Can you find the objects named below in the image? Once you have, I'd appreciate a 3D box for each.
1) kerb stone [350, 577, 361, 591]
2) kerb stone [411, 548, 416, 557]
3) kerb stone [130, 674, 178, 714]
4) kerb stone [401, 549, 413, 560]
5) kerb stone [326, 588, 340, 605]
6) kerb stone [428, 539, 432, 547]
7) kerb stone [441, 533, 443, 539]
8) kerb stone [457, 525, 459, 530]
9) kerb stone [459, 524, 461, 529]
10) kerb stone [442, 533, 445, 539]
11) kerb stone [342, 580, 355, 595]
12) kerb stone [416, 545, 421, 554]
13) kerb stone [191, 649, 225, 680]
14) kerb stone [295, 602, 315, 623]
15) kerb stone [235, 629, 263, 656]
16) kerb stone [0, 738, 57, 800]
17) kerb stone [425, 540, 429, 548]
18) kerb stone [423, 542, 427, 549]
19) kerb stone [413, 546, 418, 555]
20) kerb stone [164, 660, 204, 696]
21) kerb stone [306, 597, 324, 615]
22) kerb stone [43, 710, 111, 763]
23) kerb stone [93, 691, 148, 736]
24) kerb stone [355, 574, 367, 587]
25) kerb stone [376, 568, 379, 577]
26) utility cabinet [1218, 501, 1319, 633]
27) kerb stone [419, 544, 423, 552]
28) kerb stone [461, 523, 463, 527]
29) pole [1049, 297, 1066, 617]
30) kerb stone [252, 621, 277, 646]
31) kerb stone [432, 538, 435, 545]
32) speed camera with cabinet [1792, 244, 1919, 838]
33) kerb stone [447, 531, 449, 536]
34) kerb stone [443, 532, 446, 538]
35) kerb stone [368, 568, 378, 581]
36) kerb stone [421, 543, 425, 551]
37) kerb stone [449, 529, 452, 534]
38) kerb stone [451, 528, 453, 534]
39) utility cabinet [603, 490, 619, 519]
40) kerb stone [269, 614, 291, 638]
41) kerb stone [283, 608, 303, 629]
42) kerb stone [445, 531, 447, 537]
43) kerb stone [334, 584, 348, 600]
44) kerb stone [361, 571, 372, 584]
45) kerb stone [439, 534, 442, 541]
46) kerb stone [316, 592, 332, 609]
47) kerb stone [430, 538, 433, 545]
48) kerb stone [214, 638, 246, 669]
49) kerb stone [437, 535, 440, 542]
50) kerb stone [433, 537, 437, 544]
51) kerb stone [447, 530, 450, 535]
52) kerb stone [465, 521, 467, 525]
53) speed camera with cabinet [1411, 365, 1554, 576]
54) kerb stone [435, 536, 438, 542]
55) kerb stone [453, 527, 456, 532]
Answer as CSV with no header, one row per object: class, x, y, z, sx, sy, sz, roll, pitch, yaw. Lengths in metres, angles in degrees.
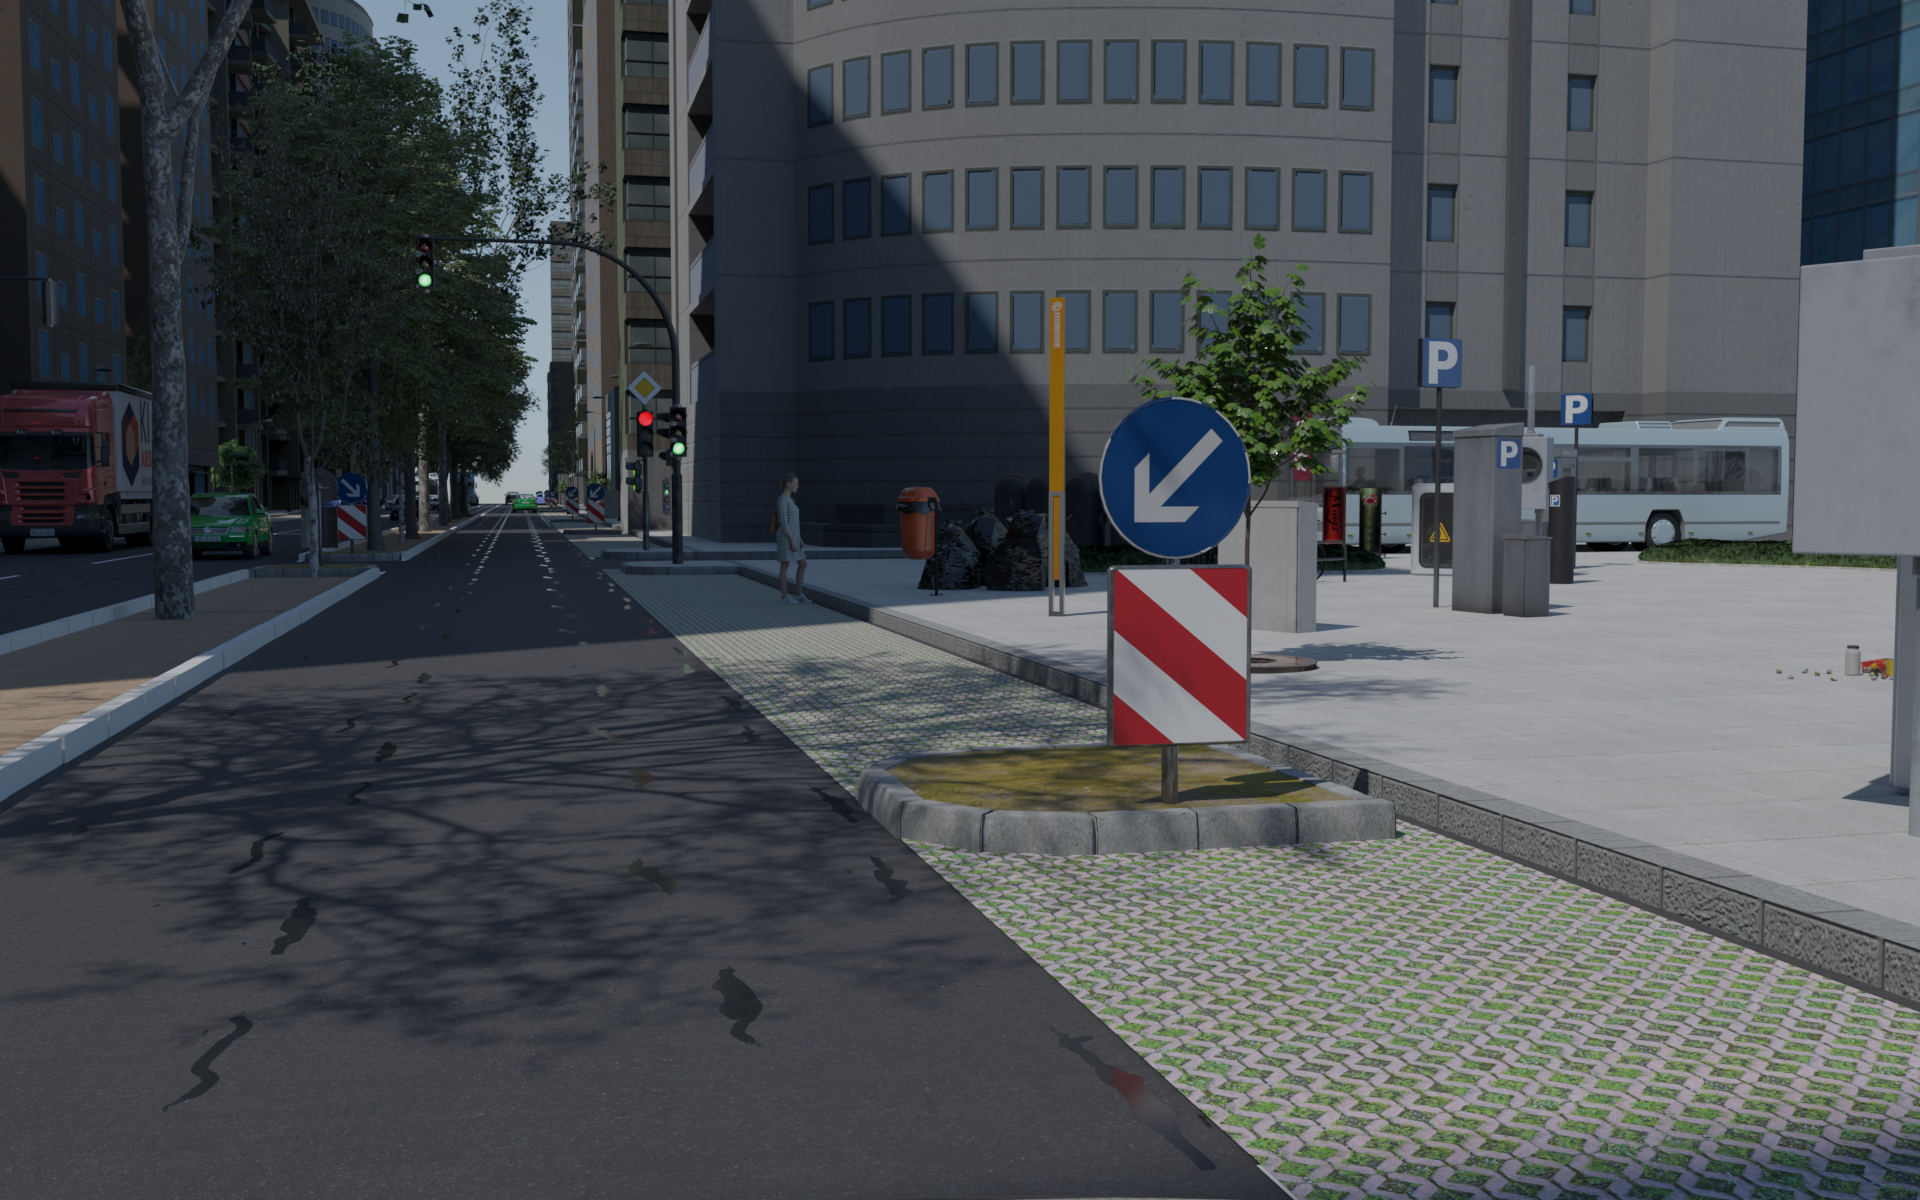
kerb stone,-8.990,-0.207,25.574,0.120,0.150,1.000,-1,4,-14
kerb stone,-12.407,-1.020,39.000,0.120,0.150,1.000,-1,4,-14
kerb stone,-5.446,0.644,11.663,0.120,0.150,1.000,-1,4,-14
kerb stone,-12.160,-0.964,38.008,0.120,0.150,1.000,-1,4,-14
kerb stone,-8.232,-0.023,22.594,0.120,0.150,1.000,-1,4,-14
kerb stone,-14.180,-1.451,45.961,0.120,0.150,1.000,-1,4,-14
kerb stone,-15.956,-1.879,52.922,0.120,0.150,1.000,-1,4,-14
kerb stone,-19.498,-2.727,66.823,0.120,0.150,1.000,-1,4,-14
kerb stone,-19.998,-2.845,68.807,0.120,0.150,1.000,-1,4,-14
kerb stone,-16.207,-1.940,53.915,0.120,0.150,1.000,-1,4,-14
kerb stone,-8.736,-0.146,24.584,0.120,0.150,1.000,-1,4,-14
kerb stone,-12.915,-1.149,40.989,0.120,0.150,1.000,-1,4,-14
kerb stone,-5.957,0.523,13.646,0.120,0.150,1.000,-1,4,-14
kerb stone,-7.459,0.158,19.616,0.120,0.150,1.000,-1,4,-14
kerb stone,-6.458,0.401,15.638,0.120,0.150,1.000,-1,4,-14
kerb stone,-4.694,0.832,8.678,0.120,0.150,1.000,-1,4,-14
kerb stone,-13.933,-1.391,44.969,0.120,0.150,1.000,-1,4,-14
kerb stone,-13.679,-1.332,43.974,0.120,0.150,1.000,-1,4,-14
kerb stone,-12.665,-1.088,39.989,0.120,0.150,1.000,-1,4,-14
kerb stone,-5.699,0.583,12.656,0.120,0.150,1.000,-1,4,-14
kerb stone,-7.722,0.097,20.604,0.120,0.150,1.000,-1,4,-14
kerb stone,-4.940,0.766,9.676,0.120,0.150,1.000,-1,4,-14
kerb stone,-5.190,0.705,10.668,0.120,0.150,1.000,-1,4,-14
kerb stone,-9.250,-0.268,26.573,0.120,0.150,1.000,-1,4,-14
kerb stone,-10.007,-0.446,29.547,0.120,0.150,1.000,-1,4,-14
utility cabinet,2.906,-0.320,16.396,0.306,1.237,1.020,-3,4,-38
kerb stone,-13.165,-1.210,41.980,0.120,0.150,1.000,-1,4,-14
kerb stone,-20.508,-2.972,70.794,0.120,0.150,1.000,-1,4,-14
pole,1.017,-1.484,18.107,0.158,3.312,0.155,0,3,0
kerb stone,-6.715,0.340,16.632,0.120,0.150,1.000,-1,4,-14
kerb stone,-14.691,-1.575,47.953,0.120,0.150,1.000,-1,4,-14
speed camera with cabinet,4.117,-0.780,7.084,2.038,3.252,0.660,-3,5,-42
kerb stone,-16.959,-2.122,56.898,0.120,0.150,1.000,-1,4,-14
kerb stone,-16.465,-1.998,54.908,0.120,0.150,1.000,-1,4,-14
kerb stone,-9.748,-0.389,28.558,0.120,0.150,1.000,-1,4,-14
kerb stone,-13.424,-1.271,42.977,0.120,0.150,1.000,-1,4,-14
kerb stone,-17.727,-2.304,59.866,0.120,0.150,1.000,-1,4,-14
kerb stone,-17.982,-2.365,60.860,0.120,0.150,1.000,-1,4,-14
utility cabinet,-18.008,-4.952,89.643,0.318,1.500,1.173,1,4,22
kerb stone,-6.963,0.280,17.633,0.120,0.150,1.000,-1,4,-14
kerb stone,-7.215,0.218,18.623,0.120,0.150,1.000,-1,4,-14
kerb stone,-16.715,-2.062,55.905,0.120,0.150,1.000,-1,4,-14
kerb stone,-8.481,-0.085,23.586,0.120,0.150,1.000,-1,4,-14
kerb stone,-9.503,-0.327,27.565,0.120,0.150,1.000,-1,4,-14
kerb stone,-15.700,-1.817,51.925,0.120,0.150,1.000,-1,4,-14
kerb stone,-7.978,0.037,21.594,0.120,0.150,1.000,-1,4,-14
kerb stone,-14.441,-1.515,46.960,0.120,0.150,1.000,-1,4,-14
kerb stone,-6.200,0.462,14.639,0.120,0.150,1.000,-1,4,-14
kerb stone,-15.446,-1.758,50.934,0.120,0.150,1.000,-1,4,-14
kerb stone,-14.946,-1.635,48.946,0.120,0.150,1.000,-1,4,-14
kerb stone,-17.221,-2.183,57.886,0.120,0.150,1.000,-1,4,-14
kerb stone,-21.776,-3.272,75.762,0.120,0.150,1.000,-1,4,-14
speed camera with cabinet,8.103,-1.991,26.892,2.038,3.252,0.660,2,4,29
kerb stone,-15.197,-1.695,49.937,0.120,0.150,1.000,-1,4,-14
kerb stone,-18.479,-2.486,62.845,0.120,0.150,1.000,-1,4,-14
